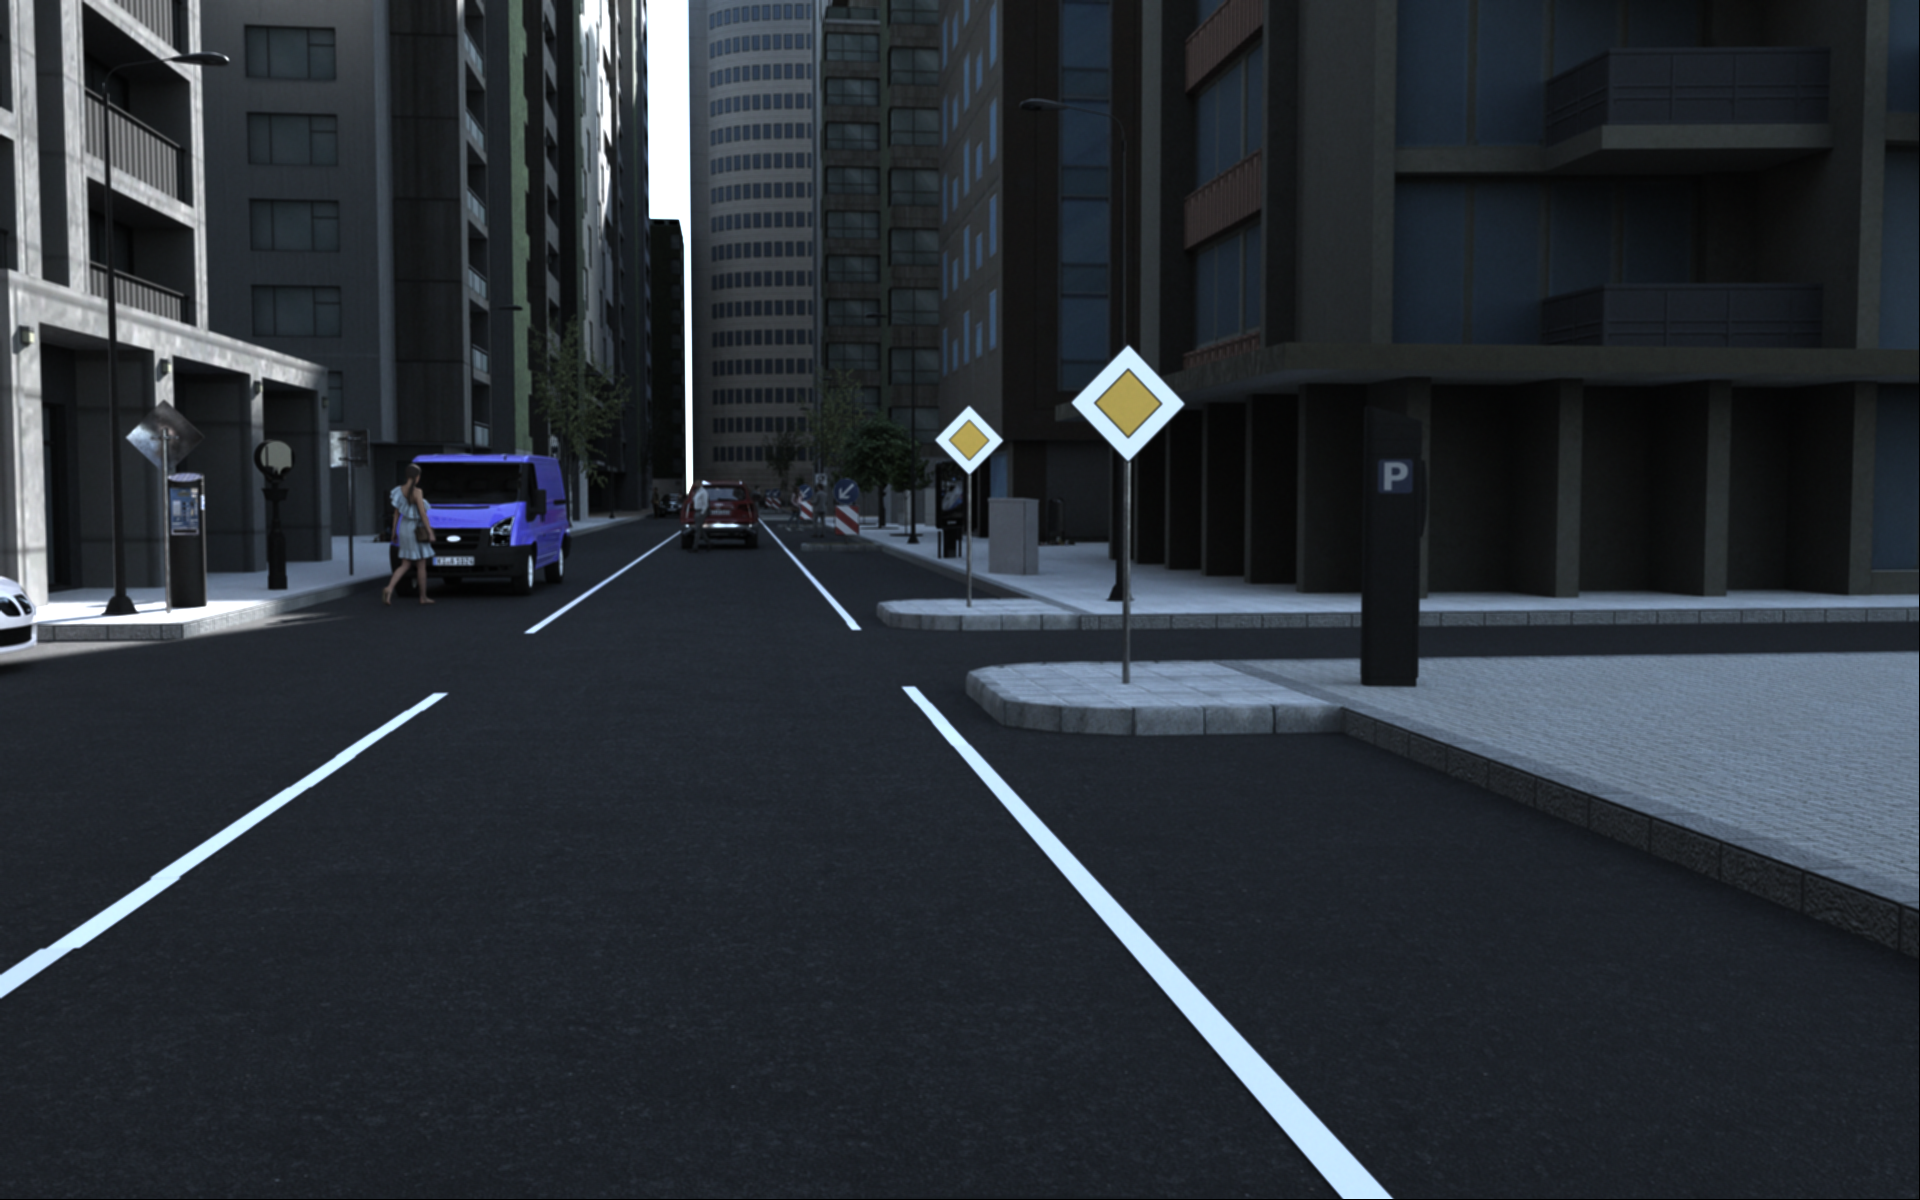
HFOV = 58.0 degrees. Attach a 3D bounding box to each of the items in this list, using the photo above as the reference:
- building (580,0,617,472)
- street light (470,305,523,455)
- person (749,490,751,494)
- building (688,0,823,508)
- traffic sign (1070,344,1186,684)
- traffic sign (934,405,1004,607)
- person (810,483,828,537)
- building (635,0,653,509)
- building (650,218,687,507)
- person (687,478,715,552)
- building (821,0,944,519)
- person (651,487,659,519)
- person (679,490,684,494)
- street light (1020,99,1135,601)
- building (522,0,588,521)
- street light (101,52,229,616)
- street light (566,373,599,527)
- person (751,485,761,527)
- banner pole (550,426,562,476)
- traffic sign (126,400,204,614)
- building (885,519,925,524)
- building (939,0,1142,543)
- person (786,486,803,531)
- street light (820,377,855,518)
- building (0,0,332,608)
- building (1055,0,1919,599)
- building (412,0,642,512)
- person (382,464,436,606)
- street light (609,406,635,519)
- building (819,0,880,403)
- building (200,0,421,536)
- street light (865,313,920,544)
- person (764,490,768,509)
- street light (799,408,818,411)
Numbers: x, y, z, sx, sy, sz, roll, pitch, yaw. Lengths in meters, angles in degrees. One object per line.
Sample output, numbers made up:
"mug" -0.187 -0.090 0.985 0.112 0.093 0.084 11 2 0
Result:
"building" -35.450 -31.509 104.410 28.713 52.752 27.495 0 4 -7
"street light" -11.457 -4.291 42.698 1.470 5.913 1.316 0 4 -7
"person" -17.639 -8.380 146.068 0.434 1.755 0.990 2 4 34
"building" -15.157 -39.554 188.712 28.212 58.520 21.231 0 4 -7
"traffic sign" 1.121 -0.491 11.663 0.795 2.450 0.064 0 4 -7
"traffic sign" 0.099 -0.975 19.583 0.795 2.450 0.064 0 4 -7
"person" -4.727 -2.997 57.701 0.583 1.804 0.606 2 4 34
"building" -41.981 -37.412 153.687 28.212 58.520 21.231 0 4 -7
"building" -36.043 -25.133 182.623 14.107 30.474 14.160 0 4 -7
"person" -6.440 -2.098 42.897 0.850 1.850 0.679 -3 5 -40
"building" -1.631 -20.544 107.602 14.160 30.474 14.107 0 4 -7
"person" -17.548 -5.573 99.718 0.705 1.812 1.348 -1 4 -23
"person" -22.569 -8.057 140.674 0.683 1.767 0.568 -1 4 -17
"street light" 1.397 -2.940 20.617 1.470 5.913 1.316 0 4 -7
"building" -24.974 -18.819 79.388 14.160 30.474 14.107 0 4 -7
"street light" -8.401 -2.800 18.328 1.470 5.913 1.316 0 4 -7
"street light" -14.543 -5.751 66.568 1.470 5.913 1.316 0 4 -7
"person" -8.862 -4.105 75.422 0.447 1.846 0.655 -2 4 -26
"banner pole" -14.816 -4.510 63.762 0.401 3.779 0.863 1 4 23
"traffic sign" -8.477 -0.909 18.501 0.795 2.450 0.064 0 4 -7
"building" 3.125 -18.916 80.977 14.160 30.474 14.107 0 4 -7
"building" 7.036 -24.568 51.793 14.600 45.320 14.200 0 4 -7
"person" -6.458 -3.578 67.586 0.643 1.750 0.593 1 4 22
"street light" -4.770 -5.898 68.980 1.470 5.913 1.316 0 4 -7
"building" -21.763 -35.933 25.751 20.563 71.187 20.611 0 4 -7
"building" 16.641 -23.014 30.906 28.867 44.769 22.147 0 4 -7
"building" -31.030 -27.106 126.772 14.154 41.232 14.086 0 4 -7
"person" -7.031 -0.834 22.224 0.616 1.811 0.778 2 4 33
"street light" -17.735 -7.236 90.853 1.470 5.913 1.316 0 4 -7
"building" 3.635 -32.985 128.541 28.713 52.752 27.495 0 4 -7
"building" -22.353 -22.848 57.159 14.154 41.232 14.086 0 4 -7
"street light" -1.750 -4.412 44.670 1.470 5.913 1.316 0 4 -7
"person" -17.886 -9.287 160.297 0.705 1.831 1.348 1 4 13
"street light" -7.941 -7.384 93.272 1.470 5.913 1.316 0 4 -7
